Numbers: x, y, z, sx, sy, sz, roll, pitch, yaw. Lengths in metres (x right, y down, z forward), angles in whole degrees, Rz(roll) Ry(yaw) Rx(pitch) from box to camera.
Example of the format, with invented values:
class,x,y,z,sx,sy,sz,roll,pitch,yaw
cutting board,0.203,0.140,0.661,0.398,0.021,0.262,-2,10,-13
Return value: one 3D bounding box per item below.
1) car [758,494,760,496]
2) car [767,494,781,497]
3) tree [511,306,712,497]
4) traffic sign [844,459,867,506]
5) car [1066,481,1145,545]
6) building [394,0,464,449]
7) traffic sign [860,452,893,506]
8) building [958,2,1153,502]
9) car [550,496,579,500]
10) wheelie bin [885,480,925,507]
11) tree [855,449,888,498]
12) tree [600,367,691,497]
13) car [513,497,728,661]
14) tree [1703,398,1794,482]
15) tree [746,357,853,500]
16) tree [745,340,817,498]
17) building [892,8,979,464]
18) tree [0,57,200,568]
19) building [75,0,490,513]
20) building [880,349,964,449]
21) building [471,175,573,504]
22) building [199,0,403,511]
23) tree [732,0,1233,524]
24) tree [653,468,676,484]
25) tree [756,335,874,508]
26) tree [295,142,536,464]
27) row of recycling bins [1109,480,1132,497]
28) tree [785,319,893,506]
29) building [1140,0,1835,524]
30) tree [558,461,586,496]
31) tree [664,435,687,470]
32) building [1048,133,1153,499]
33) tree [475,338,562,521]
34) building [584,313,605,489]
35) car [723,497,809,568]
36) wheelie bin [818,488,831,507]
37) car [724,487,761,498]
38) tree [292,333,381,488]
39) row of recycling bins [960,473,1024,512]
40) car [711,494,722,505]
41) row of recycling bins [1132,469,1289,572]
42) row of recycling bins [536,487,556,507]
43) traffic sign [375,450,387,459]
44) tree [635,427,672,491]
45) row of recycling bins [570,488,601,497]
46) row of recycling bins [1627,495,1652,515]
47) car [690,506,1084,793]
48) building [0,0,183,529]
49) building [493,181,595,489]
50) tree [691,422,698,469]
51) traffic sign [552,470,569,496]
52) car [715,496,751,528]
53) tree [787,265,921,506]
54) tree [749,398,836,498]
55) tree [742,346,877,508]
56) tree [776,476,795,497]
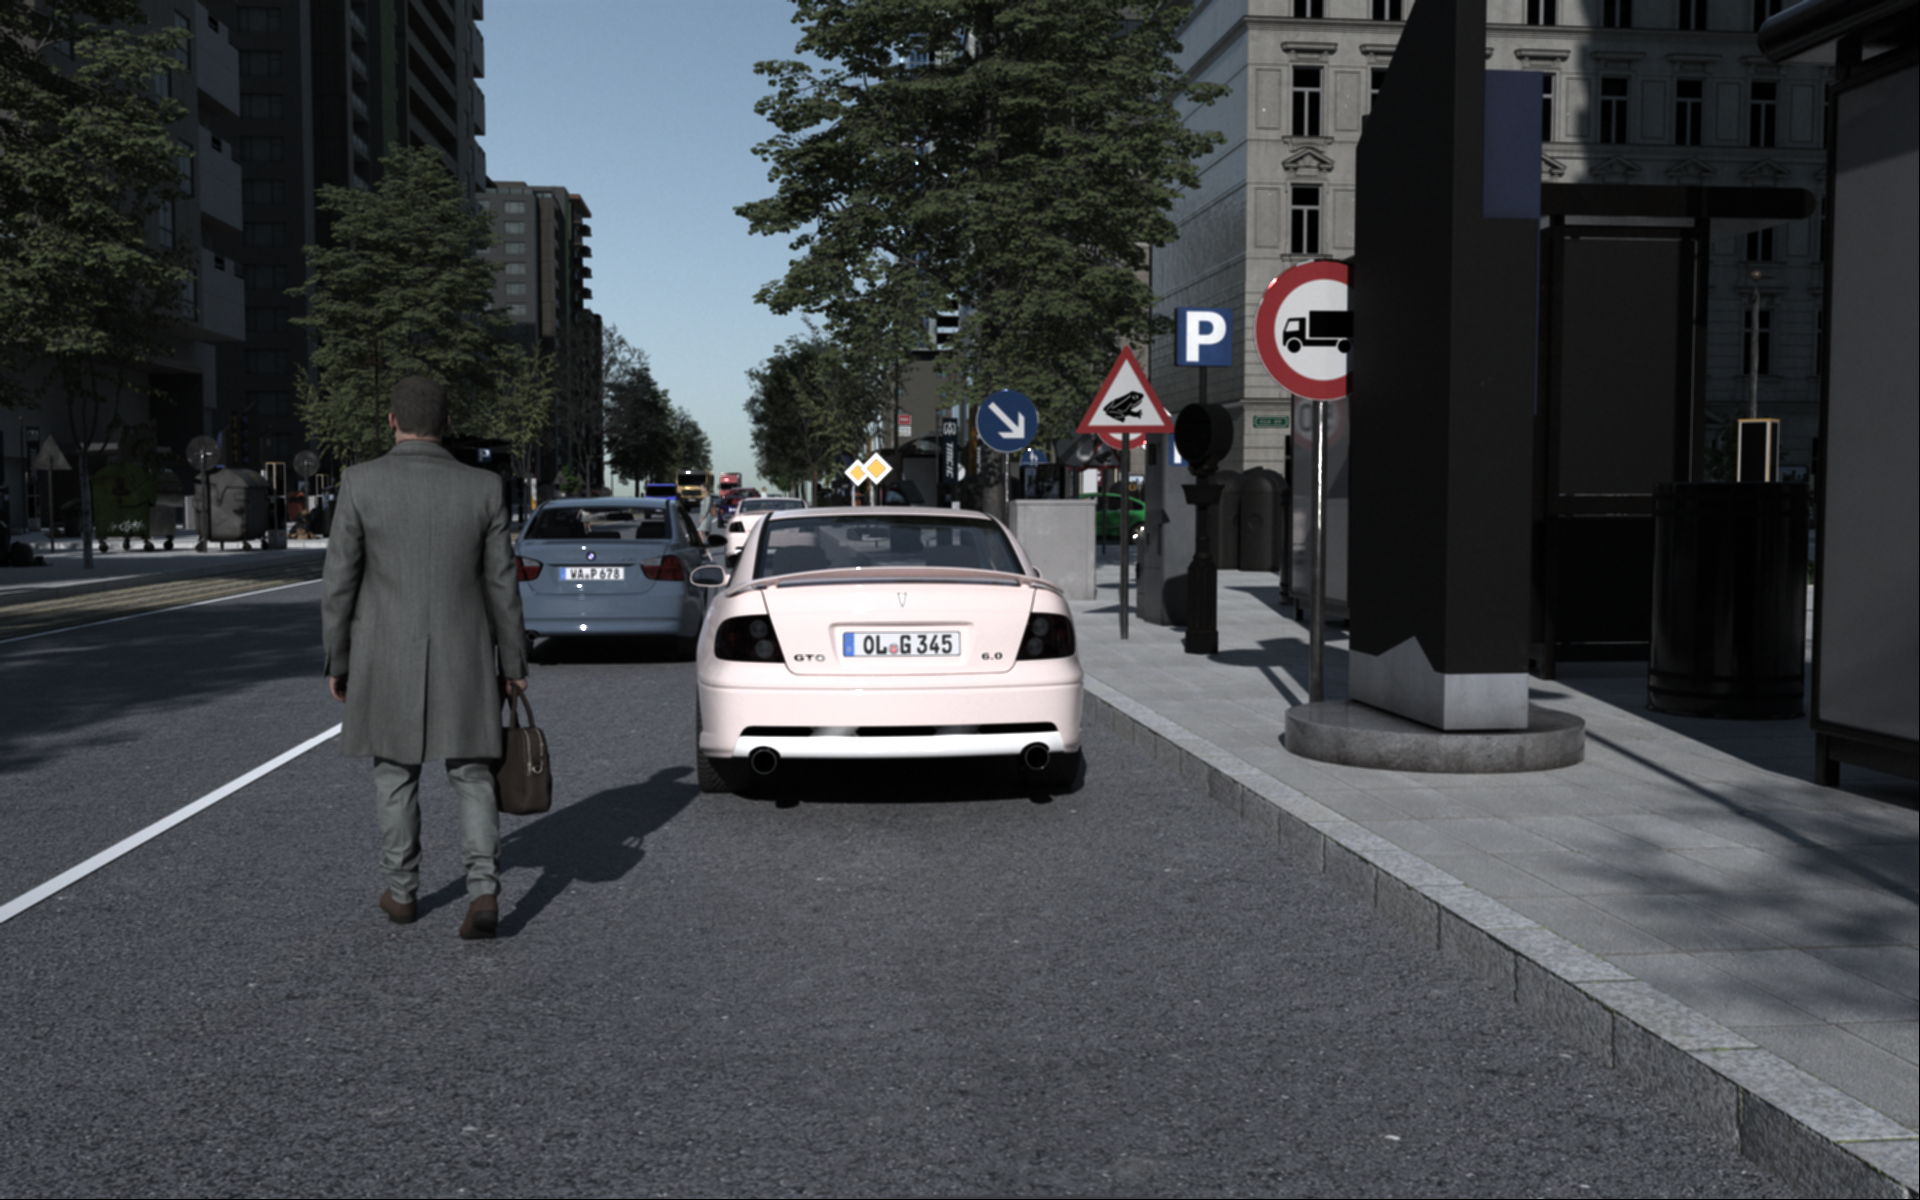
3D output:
class,x,y,z,sx,sy,sz,roll,pitch,yaw
car,-22.959,-11.265,193.972,2.009,1.686,4.222,0,4,-5
car,-12.918,-6.541,118.955,2.014,1.417,4.499,0,4,-7
tree,-24.616,-12.456,114.025,12.009,13.543,11.850,0,3,0
traffic sign,-2.895,-2.781,49.113,0.795,2.450,0.064,0,4,-6
car,3.393,-2.314,46.638,4.718,1.807,1.959,0,4,-6
building,-50.309,-30.975,130.142,21.300,48.544,21.600,0,4,-6
traffic sign,-1.989,-2.296,41.179,0.795,2.450,0.064,0,4,-6
building,10.807,-43.288,146.017,20.563,71.187,20.611,0,4,-6
car,-16.925,-3.751,73.912,1.945,1.354,3.894,0,4,-7
wheelie bin,-1.245,-1.868,38.453,0.693,1.594,0.980,2,4,33
tree,-4.141,-4.873,74.274,1.663,3.219,1.824,0,3,0
tree,-28.622,-14.434,154.124,7.486,12.596,7.792,0,3,0
car,-3.202,-0.256,16.189,2.014,1.417,4.499,0,4,-6
tree,15.773,-2.491,35.332,1.663,3.219,1.824,0,3,0
tree,-13.842,-14.739,151.349,12.009,13.543,11.850,0,3,0
tree,-20.110,-21.867,213.411,12.611,20.169,13.585,0,3,0
building,-1.714,-58.442,268.197,22.319,86.520,31.000,0,4,-6
tree,-14.980,-4.839,29.474,4.737,8.622,4.395,0,3,0
building,-57.447,-34.534,153.862,28.713,52.752,27.495,0,4,-6
building,3.749,-24.200,240.716,27.650,21.520,28.899,0,4,-6
building,-58.020,-33.005,223.231,14.154,41.232,14.086,0,4,-6
building,-44.179,-26.077,109.953,14.154,41.232,14.086,0,4,-6
tree,0.380,-6.641,26.715,7.486,12.596,7.792,0,3,0
tree,-33.917,-13.167,198.988,4.285,4.588,4.351,0,3,0
tree,-11.479,-14.149,137.988,9.857,13.997,8.962,0,3,0
tree,-17.753,-8.439,56.111,7.486,12.596,7.792,0,3,0
row of recycling bins,6.179,-2.719,51.570,3.534,1.692,1.069,0,4,-6
tree,-4.462,-7.252,68.936,4.737,8.622,4.395,0,3,0
building,31.028,-18.224,74.373,44.131,29.872,17.030,0,4,-6
tree,-22.784,-6.469,100.377,1.663,3.219,1.824,0,3,0
tree,-35.830,-16.006,212.059,4.737,8.622,4.395,0,3,0
building,10.044,-15.594,105.875,10.553,20.767,40.483,0,4,-6
tree,-20.740,-8.045,81.893,4.737,8.622,4.395,0,3,0
building,-62.721,-30.295,267.031,14.160,30.474,14.107,0,4,-6
car,-3.760,-1.384,34.991,2.083,1.381,4.827,0,4,-5
wheelie bin,-7.213,-5.201,92.937,0.980,1.594,0.693,1,4,18
car,-12.577,-5.624,100.622,2.281,1.827,5.304,0,4,-6
tree,-27.043,-7.691,76.109,4.737,8.622,4.395,0,3,0
row of recycling bins,0.713,-1.727,35.341,1.069,1.692,3.534,1,4,11
car,-27.713,-11.142,194.173,2.014,1.417,4.499,0,4,-8
row of recycling bins,4.446,-1.405,30.091,1.069,1.692,3.534,-2,4,-27
row of recycling bins,-22.920,-5.414,95.634,1.069,1.692,3.534,0,4,-6
traffic sign,-13.263,-2.219,39.917,0.795,2.450,0.064,0,4,-6
tree,-29.908,-13.260,167.166,4.360,8.622,3.978,0,3,0
row of recycling bins,-25.414,-6.775,117.892,1.069,1.692,3.534,1,4,19
row of recycling bins,41.682,-5.997,105.168,1.069,1.692,3.534,-2,4,-27
car,-0.492,0.159,9.762,2.083,1.381,4.827,0,4,-6
building,-46.504,-29.416,70.190,28.713,52.752,27.495,0,4,-6
building,-63.828,-36.101,244.882,22.147,44.769,28.867,0,4,-6
tree,-33.363,-16.309,184.779,7.486,12.596,7.792,0,3,0
traffic sign,-21.292,-5.645,92.299,0.884,2.594,0.081,0,4,1
car,-9.601,-3.806,74.807,1.945,1.354,3.894,0,4,-7
tree,-2.982,-6.382,54.702,4.360,8.622,3.978,0,3,0
tree,-16.663,-15.833,175.882,9.611,12.733,9.660,0,3,0
tree,-9.167,-10.674,108.925,8.767,10.594,7.601,-2,4,-29
tree,-23.150,-15.115,230.835,4.285,4.588,4.351,0,3,0
